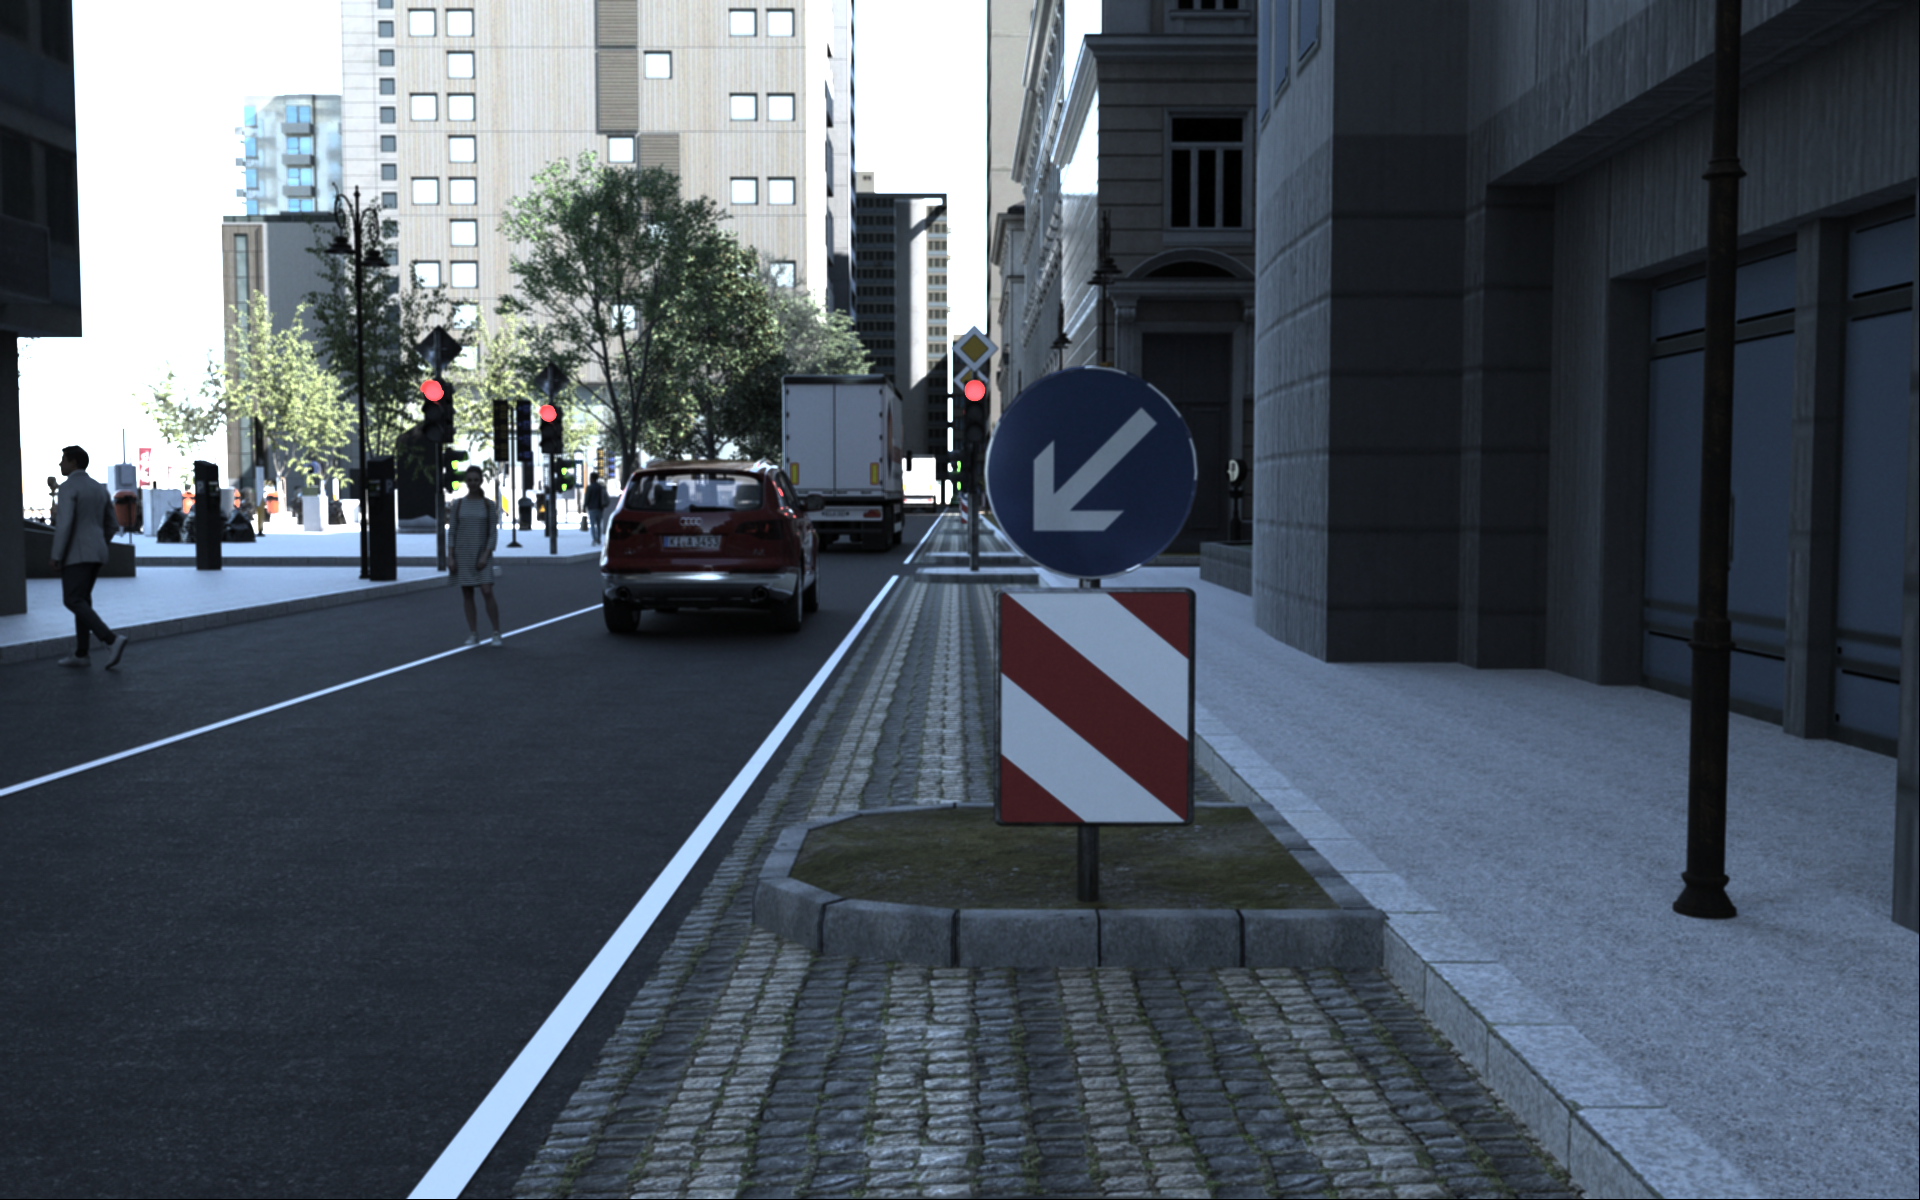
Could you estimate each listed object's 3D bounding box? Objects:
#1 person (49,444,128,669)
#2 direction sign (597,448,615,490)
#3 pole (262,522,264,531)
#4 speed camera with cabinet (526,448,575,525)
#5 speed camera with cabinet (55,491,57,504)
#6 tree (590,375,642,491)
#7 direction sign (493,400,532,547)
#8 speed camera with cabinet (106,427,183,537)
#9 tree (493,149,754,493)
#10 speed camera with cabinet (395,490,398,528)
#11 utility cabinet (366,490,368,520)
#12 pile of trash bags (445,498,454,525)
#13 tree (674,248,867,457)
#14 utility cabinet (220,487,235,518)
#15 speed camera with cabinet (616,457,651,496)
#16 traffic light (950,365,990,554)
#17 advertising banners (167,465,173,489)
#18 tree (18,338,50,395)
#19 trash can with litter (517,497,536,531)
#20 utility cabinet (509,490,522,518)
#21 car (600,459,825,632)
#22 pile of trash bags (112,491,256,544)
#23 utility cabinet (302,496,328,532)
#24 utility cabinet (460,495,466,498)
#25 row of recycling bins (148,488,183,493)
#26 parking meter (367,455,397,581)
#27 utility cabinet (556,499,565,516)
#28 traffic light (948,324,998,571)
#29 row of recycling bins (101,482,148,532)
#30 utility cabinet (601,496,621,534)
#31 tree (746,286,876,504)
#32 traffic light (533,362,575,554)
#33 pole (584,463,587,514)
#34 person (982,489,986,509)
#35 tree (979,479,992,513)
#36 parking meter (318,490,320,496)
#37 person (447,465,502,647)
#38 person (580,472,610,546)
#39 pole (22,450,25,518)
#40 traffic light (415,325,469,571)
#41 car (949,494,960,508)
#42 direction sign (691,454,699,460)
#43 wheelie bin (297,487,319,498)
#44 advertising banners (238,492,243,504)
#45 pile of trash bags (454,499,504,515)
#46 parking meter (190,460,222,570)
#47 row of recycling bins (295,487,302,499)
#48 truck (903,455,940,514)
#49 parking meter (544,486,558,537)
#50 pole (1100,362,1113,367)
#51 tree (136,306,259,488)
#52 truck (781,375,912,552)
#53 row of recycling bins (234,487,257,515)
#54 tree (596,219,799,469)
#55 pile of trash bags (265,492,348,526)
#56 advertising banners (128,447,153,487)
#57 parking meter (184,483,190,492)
[{"bbox_3d":[-7.201,-0.367,14.354,0.795,1.843,0.661,1,4,11],"label":"person"},{"bbox_3d":[-17.334,-5.678,84.839,0.876,3.537,0.379,0,4,-2],"label":"direction sign"},{"bbox_3d":[-24.086,-4.021,59.582,0.158,3.312,0.155,0,3,0],"label":"pole"},{"bbox_3d":[-17.250,-4.812,73.007,2.038,3.252,0.660,-3,5,-44],"label":"speed camera with cabinet"},{"bbox_3d":[-54.155,-6.797,105.462,0.660,3.252,2.038,1,4,20],"label":"speed camera with cabinet"},{"bbox_3d":[-20.351,-9.361,103.406,4.360,8.622,3.978,0,3,0],"label":"tree"},{"bbox_3d":[-10.782,-3.046,41.796,0.876,3.537,0.379,-1,4,-13],"label":"direction sign"},{"bbox_3d":[-24.533,-3.534,52.114,0.660,3.252,2.038,3,4,38],"label":"speed camera with cabinet"},{"bbox_3d":[-10.001,-7.718,51.945,9.928,11.665,9.643,0,3,0],"label":"tree"},{"bbox_3d":[-20.012,-4.252,63.859,0.660,3.252,2.038,1,4,17],"label":"speed camera with cabinet"},{"bbox_3d":[-25.312,-4.055,74.977,0.318,1.500,1.173,0,4,5],"label":"utility cabinet"},{"bbox_3d":[-25.477,-4.282,79.767,3.447,1.369,1.912,1,4,16],"label":"pile of trash bags"},{"bbox_3d":[-9.836,-10.729,85.783,12.009,13.543,11.850,0,3,0],"label":"tree"},{"bbox_3d":[-24.836,-3.005,57.818,1.173,1.500,0.318,-1,4,-22],"label":"utility cabinet"},{"bbox_3d":[-16.851,-5.863,90.192,2.038,3.252,0.660,0,4,6],"label":"speed camera with cabinet"},{"bbox_3d":[0.212,-2.930,36.826,0.839,4.253,0.868,0,3,0],"label":"traffic light"},{"bbox_3d":[-48.335,-6.644,104.814,0.090,3.025,2.074,1,4,18],"label":"advertising banners"},{"bbox_3d":[-22.925,-5.426,39.082,4.360,8.622,3.978,0,3,0],"label":"tree"},{"bbox_3d":[-15.349,-3.052,61.285,0.624,1.170,1.055,-1,4,-11],"label":"trash can with litter"},{"bbox_3d":[-22.721,-4.949,89.596,1.173,1.500,0.318,1,4,9],"label":"utility cabinet"},{"bbox_3d":[-2.702,-0.665,19.550,2.281,1.827,5.304,0,4,-1],"label":"car"},{"bbox_3d":[-20.459,-2.184,45.462,1.912,1.369,3.447,3,5,41],"label":"pile of trash bags"},{"bbox_3d":[-21.772,-2.894,58.485,1.020,1.237,0.306,2,4,35],"label":"utility cabinet"},{"bbox_3d":[-23.976,-4.464,84.142,0.306,1.237,1.020,0,4,2],"label":"utility cabinet"},{"bbox_3d":[-51.686,-6.348,110.895,3.534,1.692,1.069,-3,4,-36],"label":"row of recycling bins"},{"bbox_3d":[-8.557,-1.218,25.624,0.255,1.863,0.399,1,4,14],"label":"parking meter"},{"bbox_3d":[-23.408,-5.465,100.522,1.020,1.237,0.306,1,4,19],"label":"utility cabinet"},{"bbox_3d":[0.223,-2.442,28.841,0.839,4.253,0.868,0,3,0],"label":"traffic light"},{"bbox_3d":[-28.916,-3.184,59.175,1.069,1.692,3.534,-3,5,-40],"label":"row of recycling bins"},{"bbox_3d":[-11.001,-2.702,55.343,1.020,1.237,0.306,-3,4,-36],"label":"utility cabinet"},{"bbox_3d":[-9.556,-12.131,104.996,9.857,13.997,8.962,0,3,0],"label":"tree"},{"bbox_3d":[-8.649,-2.928,36.799,0.839,4.253,0.868,0,3,0],"label":"traffic light"},{"bbox_3d":[-24.263,-7.242,112.257,0.158,3.312,0.155,0,3,0],"label":"pole"},{"bbox_3d":[2.163,-8.872,151.774,0.551,1.740,0.621,0,4,2],"label":"person"},{"bbox_3d":[2.173,-7.605,118.942,1.663,3.219,1.824,0,3,0],"label":"tree"},{"bbox_3d":[-36.992,-5.578,99.606,0.372,1.533,0.369,0,3,0],"label":"parking meter"},{"bbox_3d":[-4.585,-0.421,16.384,0.512,1.701,0.522,0,4,-7],"label":"person"},{"bbox_3d":[-9.079,-2.254,42.873,0.794,1.824,0.713,-1,4,-22],"label":"person"},{"bbox_3d":[-41.845,-5.098,77.192,0.158,3.312,0.155,0,3,0],"label":"pole"},{"bbox_3d":[-8.638,-2.440,28.814,0.839,4.253,0.868,0,3,0],"label":"traffic light"},{"bbox_3d":[-0.183,-10.541,181.147,1.959,1.807,4.718,0,3,0],"label":"car"},{"bbox_3d":[-14.463,-6.283,94.731,0.379,3.537,0.876,-2,4,-35],"label":"direction sign"},{"bbox_3d":[-27.990,-4.076,74.552,0.980,1.594,0.693,-1,4,-21],"label":"wheelie bin"},{"bbox_3d":[-42.550,-6.362,100.211,0.090,3.025,2.074,3,5,43],"label":"advertising banners"},{"bbox_3d":[-28.873,-5.777,104.199,3.447,1.369,1.912,-1,4,-23],"label":"pile of trash bags"},{"bbox_3d":[-12.714,-1.442,29.280,0.399,1.863,0.255,2,4,30],"label":"parking meter"},{"bbox_3d":[-39.740,-6.027,105.654,1.069,1.692,3.534,-3,4,-37],"label":"row of recycling bins"},{"bbox_3d":[-3.022,-8.618,129.822,2.839,4.237,11.283,0,4,0],"label":"truck"},{"bbox_3d":[-12.303,-2.671,52.081,0.372,1.533,0.369,0,3,0],"label":"parking meter"},{"bbox_3d":[2.271,-2.022,26.901,0.158,3.312,0.155,0,3,0],"label":"pole"},{"bbox_3d":[-29.246,-7.145,67.189,4.360,8.622,3.978,0,3,0],"label":"tree"},{"bbox_3d":[-2.882,-3.512,46.330,2.839,4.237,11.283,0,4,1],"label":"truck"},{"bbox_3d":[-43.643,-5.859,102.901,1.069,1.692,3.534,3,5,43],"label":"row of recycling bins"},{"bbox_3d":[-10.517,-9.513,72.543,9.611,12.733,9.660,0,3,0],"label":"tree"},{"bbox_3d":[-26.953,-3.763,71.283,3.447,1.369,1.912,0,4,7],"label":"pile of trash bags"},{"bbox_3d":[-30.632,-4.114,63.456,2.074,3.025,0.090,-3,5,-40],"label":"advertising banners"},{"bbox_3d":[-41.033,-5.281,92.055,0.399,1.863,0.255,3,5,39],"label":"parking meter"}]
